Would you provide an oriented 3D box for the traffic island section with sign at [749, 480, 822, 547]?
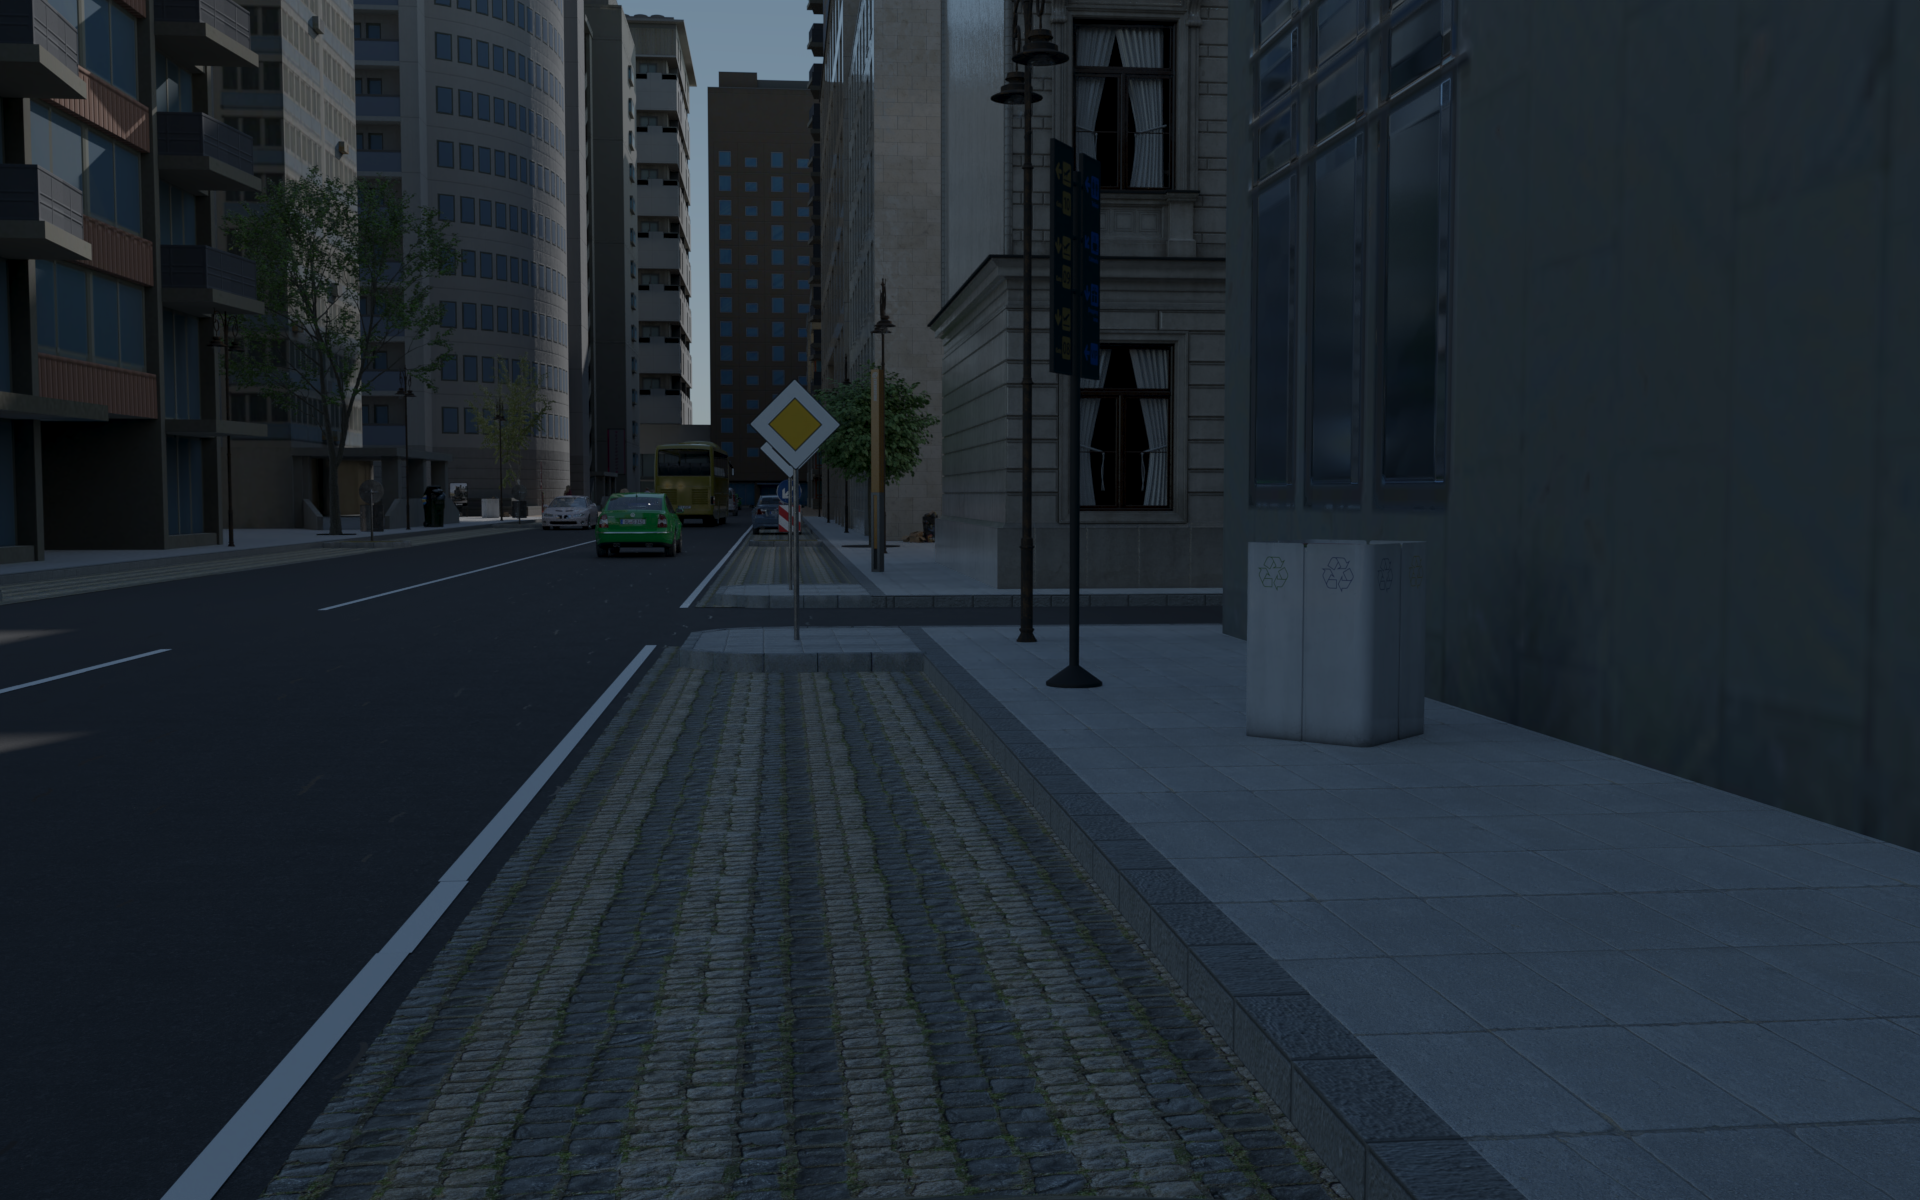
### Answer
[{"bbox_3d":[-4.810,-2.389,47.683,1.989,1.847,2.006,0,4,-6],"label":"traffic island section with sign"}]

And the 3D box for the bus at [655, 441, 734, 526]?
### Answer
[{"bbox_3d":[-12.224,-5.414,80.061,2.896,3.916,12.252,0,4,-4],"label":"bus"}]

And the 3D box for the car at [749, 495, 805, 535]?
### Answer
[{"bbox_3d":[-6.559,-3.060,62.028,2.014,1.417,4.499,0,4,-6],"label":"car"}]

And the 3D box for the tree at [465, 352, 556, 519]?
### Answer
[{"bbox_3d":[-22.933,-8.468,88.809,4.737,8.622,4.395,0,3,0],"label":"tree"}]

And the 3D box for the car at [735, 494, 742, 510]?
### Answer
[{"bbox_3d":[-20.382,-8.892,154.184,1.959,1.807,4.718,0,4,-5],"label":"car"}]

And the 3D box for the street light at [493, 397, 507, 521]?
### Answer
[{"bbox_3d":[-21.967,-6.731,82.831,0.468,5.910,1.993,0,4,-6],"label":"street light"}]

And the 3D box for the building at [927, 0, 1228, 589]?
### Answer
[{"bbox_3d":[9.036,-10.016,28.390,19.286,19.102,10.561,0,4,-6],"label":"building"}]

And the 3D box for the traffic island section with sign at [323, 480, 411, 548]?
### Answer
[{"bbox_3d":[-15.864,-2.317,46.511,1.989,1.847,2.006,0,4,-6],"label":"traffic island section with sign"}]

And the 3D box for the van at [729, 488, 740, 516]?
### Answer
[{"bbox_3d":[-15.533,-6.559,114.257,2.013,2.044,4.112,0,4,-5],"label":"van"}]

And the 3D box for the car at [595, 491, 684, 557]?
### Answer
[{"bbox_3d":[-7.528,-1.960,40.835,1.959,1.807,4.718,0,4,-6],"label":"car"}]

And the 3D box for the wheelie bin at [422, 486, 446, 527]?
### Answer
[{"bbox_3d":[-20.269,-3.605,66.853,0.693,1.594,0.980,2,4,34],"label":"wheelie bin"}]

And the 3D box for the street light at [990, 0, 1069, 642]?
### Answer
[{"bbox_3d":[0.580,-2.574,14.876,0.468,5.910,1.993,0,4,-6],"label":"street light"}]

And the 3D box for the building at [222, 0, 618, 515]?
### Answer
[{"bbox_3d":[-43.782,-27.110,135.123,32.217,40.220,23.993,0,4,-6],"label":"building"}]

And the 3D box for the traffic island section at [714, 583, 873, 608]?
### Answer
[{"bbox_3d":[-2.245,-0.055,23.186,2.009,0.180,2.903,0,4,-6],"label":"traffic island section"}]

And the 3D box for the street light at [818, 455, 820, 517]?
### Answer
[{"bbox_3d":[-7.875,-7.591,96.897,0.468,5.910,1.993,0,4,-6],"label":"street light"}]

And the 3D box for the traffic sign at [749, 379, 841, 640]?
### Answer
[{"bbox_3d":[-1.439,-0.705,15.165,0.795,2.450,0.064,0,4,-6],"label":"traffic sign"}]

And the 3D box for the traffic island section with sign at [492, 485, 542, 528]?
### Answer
[{"bbox_3d":[-18.656,-3.957,73.322,1.989,1.847,2.006,0,4,-6],"label":"traffic island section with sign"}]

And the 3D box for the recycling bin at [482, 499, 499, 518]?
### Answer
[{"bbox_3d":[-25.136,-4.903,92.716,0.722,1.027,0.722,-3,4,-36],"label":"recycling bin"}]

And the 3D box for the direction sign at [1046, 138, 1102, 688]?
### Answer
[{"bbox_3d":[0.765,-1.193,11.507,0.379,3.537,0.876,2,4,24],"label":"direction sign"}]

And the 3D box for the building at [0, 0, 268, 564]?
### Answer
[{"bbox_3d":[-27.423,-23.166,33.383,22.147,44.769,28.867,0,4,-6],"label":"building"}]

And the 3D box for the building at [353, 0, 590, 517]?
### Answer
[{"bbox_3d":[-35.697,-34.639,108.344,21.231,58.520,28.212,0,4,-6],"label":"building"}]

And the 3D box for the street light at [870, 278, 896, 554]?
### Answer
[{"bbox_3d":[-1.652,-3.943,37.251,0.468,5.910,1.993,0,4,-6],"label":"street light"}]

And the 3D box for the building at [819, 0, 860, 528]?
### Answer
[{"bbox_3d":[3.495,-16.946,81.585,19.350,26.468,34.151,0,4,-6],"label":"building"}]

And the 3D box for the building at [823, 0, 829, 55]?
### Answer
[{"bbox_3d":[-1.465,-28.068,109.021,14.600,45.320,14.200,0,4,-6],"label":"building"}]

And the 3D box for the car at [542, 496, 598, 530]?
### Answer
[{"bbox_3d":[-15.879,-3.568,70.696,2.083,1.381,4.827,0,4,-5],"label":"car"}]

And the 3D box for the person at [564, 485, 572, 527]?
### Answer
[{"bbox_3d":[-17.285,-4.157,76.438,0.573,1.828,0.580,-2,4,-34],"label":"person"}]

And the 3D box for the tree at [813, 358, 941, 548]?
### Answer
[{"bbox_3d":[-2.095,-3.567,42.034,4.285,4.588,4.351,0,3,0],"label":"tree"}]

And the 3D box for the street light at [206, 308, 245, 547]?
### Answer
[{"bbox_3d":[-17.790,-4.240,42.107,0.468,5.910,1.993,0,4,-6],"label":"street light"}]

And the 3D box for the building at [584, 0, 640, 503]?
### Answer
[{"bbox_3d":[-41.196,-32.776,159.586,21.600,48.544,21.300,0,4,-6],"label":"building"}]

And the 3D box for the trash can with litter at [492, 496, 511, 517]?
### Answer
[{"bbox_3d":[-25.471,-5.174,95.989,1.055,1.170,0.624,-3,5,-41],"label":"trash can with litter"}]

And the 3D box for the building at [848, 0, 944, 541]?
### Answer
[{"bbox_3d":[1.980,-12.277,55.477,10.420,20.320,16.860,0,4,-6],"label":"building"}]

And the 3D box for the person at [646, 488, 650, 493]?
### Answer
[{"bbox_3d":[-20.790,-6.533,115.189,0.709,1.838,0.599,0,4,-4],"label":"person"}]

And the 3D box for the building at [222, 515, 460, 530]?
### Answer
[{"bbox_3d":[-37.497,-22.945,67.031,32.217,40.220,23.993,0,4,-6],"label":"building"}]

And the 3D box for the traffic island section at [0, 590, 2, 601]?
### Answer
[{"bbox_3d":[-13.625,0.017,22.007,2.009,0.180,2.903,0,4,-6],"label":"traffic island section"}]

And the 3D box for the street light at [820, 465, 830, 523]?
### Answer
[{"bbox_3d":[-5.862,-6.374,77.009,0.468,5.910,1.993,0,4,-6],"label":"street light"}]

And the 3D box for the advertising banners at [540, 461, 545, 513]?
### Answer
[{"bbox_3d":[-22.638,-5.973,93.849,0.090,3.025,2.074,-1,4,-10],"label":"advertising banners"}]

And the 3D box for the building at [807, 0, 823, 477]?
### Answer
[{"bbox_3d":[-0.285,-29.122,130.771,22.147,44.769,28.867,0,4,-6],"label":"building"}]

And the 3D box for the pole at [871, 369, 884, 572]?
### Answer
[{"bbox_3d":[-1.355,-2.116,28.443,0.158,3.312,0.155,0,3,0],"label":"pole"}]

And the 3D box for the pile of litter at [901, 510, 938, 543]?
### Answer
[{"bbox_3d":[-1.040,-1.966,46.116,1.176,0.858,1.719,1,4,19],"label":"pile of litter"}]

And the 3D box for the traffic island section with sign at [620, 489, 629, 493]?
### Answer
[{"bbox_3d":[-23.938,-7.046,123.830,1.989,1.847,2.006,0,4,-6],"label":"traffic island section with sign"}]

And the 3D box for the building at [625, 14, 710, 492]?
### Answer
[{"bbox_3d":[-41.320,-36.872,192.091,27.495,52.752,28.713,0,4,-6],"label":"building"}]

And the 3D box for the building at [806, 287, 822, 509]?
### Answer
[{"bbox_3d":[-0.106,-19.293,160.484,27.650,21.520,28.899,0,4,-6],"label":"building"}]

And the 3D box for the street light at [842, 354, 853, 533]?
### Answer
[{"bbox_3d":[-3.754,-5.159,57.130,0.468,5.910,1.993,0,4,-6],"label":"street light"}]

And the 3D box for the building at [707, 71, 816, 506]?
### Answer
[{"bbox_3d":[-19.755,-32.884,187.768,14.200,45.320,14.600,0,4,-6],"label":"building"}]

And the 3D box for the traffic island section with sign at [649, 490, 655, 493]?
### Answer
[{"bbox_3d":[-26.735,-8.686,150.640,1.989,1.847,2.006,0,4,-6],"label":"traffic island section with sign"}]

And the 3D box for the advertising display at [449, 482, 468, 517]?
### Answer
[{"bbox_3d":[-27.752,-5.545,95.879,0.974,1.923,0.123,-1,4,-18],"label":"advertising display"}]

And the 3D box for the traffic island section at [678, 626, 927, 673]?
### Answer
[{"bbox_3d":[-1.416,0.430,15.244,2.009,0.180,2.903,0,4,-6],"label":"traffic island section"}]

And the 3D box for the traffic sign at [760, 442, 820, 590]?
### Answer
[{"bbox_3d":[-2.268,-1.190,23.107,0.795,2.450,0.064,0,4,-6],"label":"traffic sign"}]

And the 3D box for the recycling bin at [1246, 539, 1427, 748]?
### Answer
[{"bbox_3d":[2.003,0.204,9.213,0.722,1.027,0.722,3,5,39],"label":"recycling bin"}]

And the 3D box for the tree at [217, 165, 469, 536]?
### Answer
[{"bbox_3d":[-19.439,-7.838,53.914,9.928,11.665,9.643,0,3,0],"label":"tree"}]

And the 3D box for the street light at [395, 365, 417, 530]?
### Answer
[{"bbox_3d":[-19.835,-5.462,62.093,0.468,5.910,1.993,0,4,-6],"label":"street light"}]
